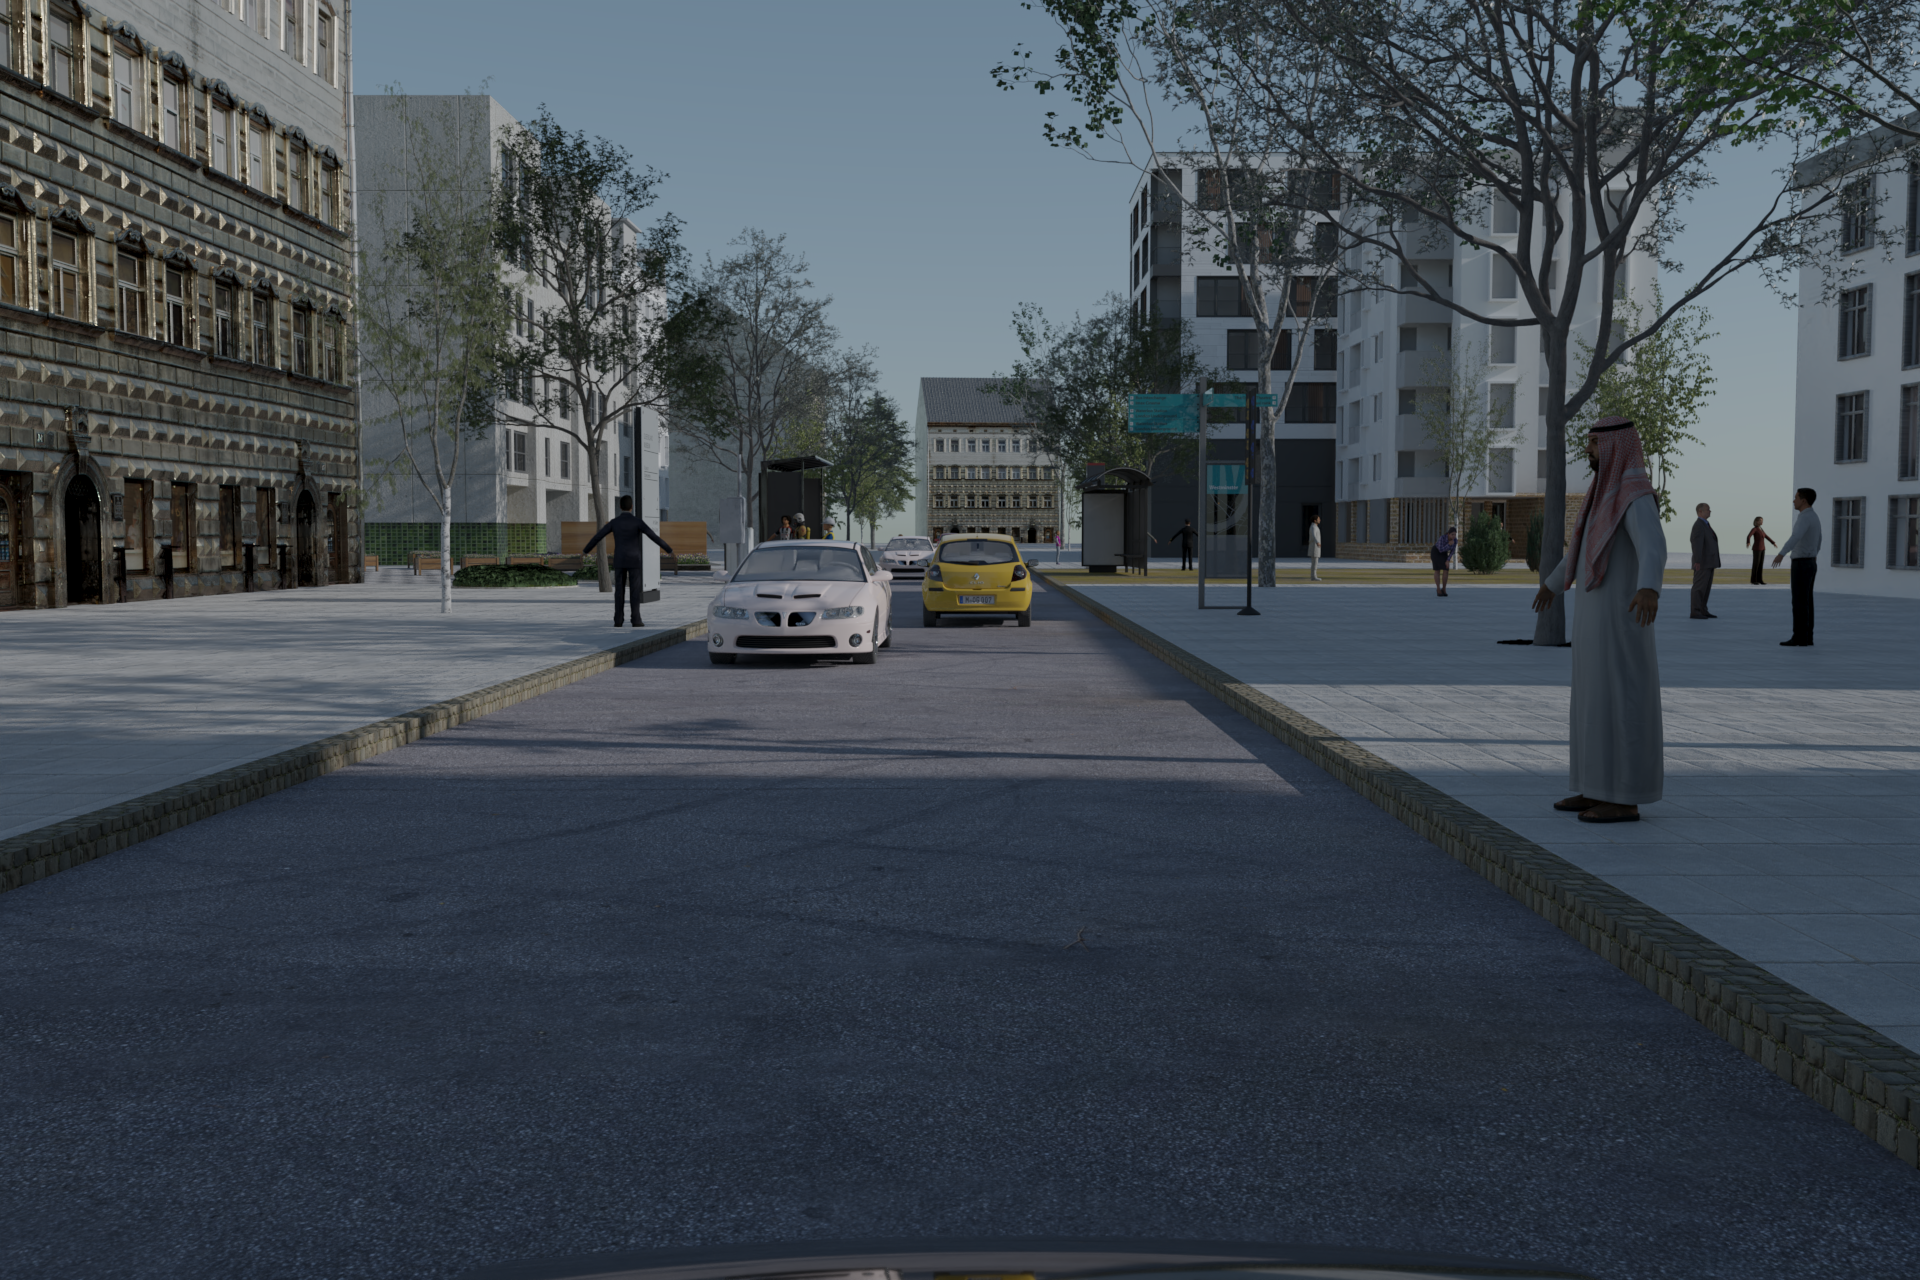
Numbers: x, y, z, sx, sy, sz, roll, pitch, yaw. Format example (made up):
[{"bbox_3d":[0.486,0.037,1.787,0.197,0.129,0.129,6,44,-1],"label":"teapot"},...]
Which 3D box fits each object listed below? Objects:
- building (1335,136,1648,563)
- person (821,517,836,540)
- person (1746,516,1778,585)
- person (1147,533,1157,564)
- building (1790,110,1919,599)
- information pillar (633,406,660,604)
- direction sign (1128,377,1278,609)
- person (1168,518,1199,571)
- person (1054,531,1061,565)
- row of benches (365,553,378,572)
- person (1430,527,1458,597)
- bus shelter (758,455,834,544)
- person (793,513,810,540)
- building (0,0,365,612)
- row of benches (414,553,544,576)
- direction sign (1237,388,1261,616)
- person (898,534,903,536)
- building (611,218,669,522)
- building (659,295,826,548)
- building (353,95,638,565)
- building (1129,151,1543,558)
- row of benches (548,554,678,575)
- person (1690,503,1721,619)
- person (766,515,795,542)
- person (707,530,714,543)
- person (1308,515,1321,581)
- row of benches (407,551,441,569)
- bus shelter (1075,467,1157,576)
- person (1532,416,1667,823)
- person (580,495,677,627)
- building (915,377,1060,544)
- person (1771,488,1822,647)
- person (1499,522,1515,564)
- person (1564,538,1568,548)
[{"bbox_3d":[24.727,-14.222,88.950,16.016,20.090,11.380,0,4,1],"label":"building"},{"bbox_3d":[-2.732,-1.587,34.862,0.721,1.772,1.216,0,4,-1],"label":"person"},{"bbox_3d":[20.170,-2.251,43.606,1.215,1.729,0.721,-2,4,-32],"label":"person"},{"bbox_3d":[7.782,-4.142,74.000,1.348,1.796,0.705,-2,4,-24],"label":"person"},{"bbox_3d":[23.345,-5.104,25.593,9.099,9.664,28.070,0,4,1],"label":"building"},{"bbox_3d":[-5.900,-2.526,32.618,0.184,3.620,1.656,0,4,1],"label":"information pillar"},{"bbox_3d":[4.113,-2.456,28.918,2.525,3.948,1.411,0,4,1],"label":"direction sign"},{"bbox_3d":[7.969,-3.349,60.692,1.347,1.837,0.705,0,4,7],"label":"person"},{"bbox_3d":[4.175,-3.884,72.773,0.599,1.433,0.991,0,4,7],"label":"person"},{"bbox_3d":[-21.906,-2.728,60.065,4.104,0.672,1.422,2,4,28],"label":"row of benches"},{"bbox_3d":[9.918,-1.598,35.396,0.421,1.427,0.697,-1,4,-17],"label":"person"},{"bbox_3d":[-5.128,-3.888,54.851,1.731,3.624,6.357,0,4,1],"label":"bus shelter"},{"bbox_3d":[-4.489,-2.592,48.148,0.705,1.858,1.354,-1,4,-14],"label":"person"},{"bbox_3d":[-24.756,-12.501,35.319,19.493,23.208,18.063,0,3,0],"label":"building"},{"bbox_3d":[-15.042,-2.390,54.542,4.104,0.672,1.422,-2,4,-31],"label":"row of benches"},{"bbox_3d":[4.577,-2.162,27.344,0.379,3.537,0.876,0,4,1],"label":"direction sign"},{"bbox_3d":[-2.233,-3.132,62.935,0.599,1.433,0.991,0,4,7],"label":"person"},{"bbox_3d":[-24.852,-15.203,104.988,16.016,20.090,11.380,0,3,0],"label":"building"},{"bbox_3d":[-22.928,-20.535,166.668,19.493,23.208,18.063,0,3,0],"label":"building"},{"bbox_3d":[-27.259,-13.420,85.869,16.747,18.905,31.486,0,3,0],"label":"building"},{"bbox_3d":[24.360,-16.218,109.147,27.936,21.610,32.646,0,4,0],"label":"building"},{"bbox_3d":[-10.884,-2.352,53.916,4.104,0.672,1.422,-1,4,-12],"label":"row of benches"},{"bbox_3d":[11.324,-1.204,26.282,0.434,1.755,0.990,3,5,40],"label":"person"},{"bbox_3d":[-5.033,-2.685,50.037,1.345,1.843,0.704,1,4,18],"label":"person"},{"bbox_3d":[-11.173,-4.217,75.081,1.348,1.813,0.705,2,4,31],"label":"person"},{"bbox_3d":[9.827,-2.546,47.814,0.705,1.806,1.347,1,4,11],"label":"person"},{"bbox_3d":[-19.565,-2.947,63.651,1.422,0.672,4.104,-2,4,-29],"label":"row of benches"},{"bbox_3d":[4.880,-3.738,55.043,2.014,3.302,5.546,0,4,-1],"label":"bus shelter"},{"bbox_3d":[2.916,-0.103,7.834,0.704,1.811,1.347,0,4,0],"label":"person"},{"bbox_3d":[-4.585,-1.091,23.887,1.345,1.823,0.704,0,4,0],"label":"person"},{"bbox_3d":[3.517,-24.982,241.847,18.063,23.208,19.493,0,4,-6],"label":"building"},{"bbox_3d":[9.646,-0.839,19.872,0.704,1.810,1.344,3,5,42],"label":"person"},{"bbox_3d":[22.836,-4.100,73.219,1.347,1.806,0.705,-1,4,-21],"label":"person"},{"bbox_3d":[16.793,-2.591,48.503,0.704,1.812,1.346,2,4,29],"label":"person"}]
